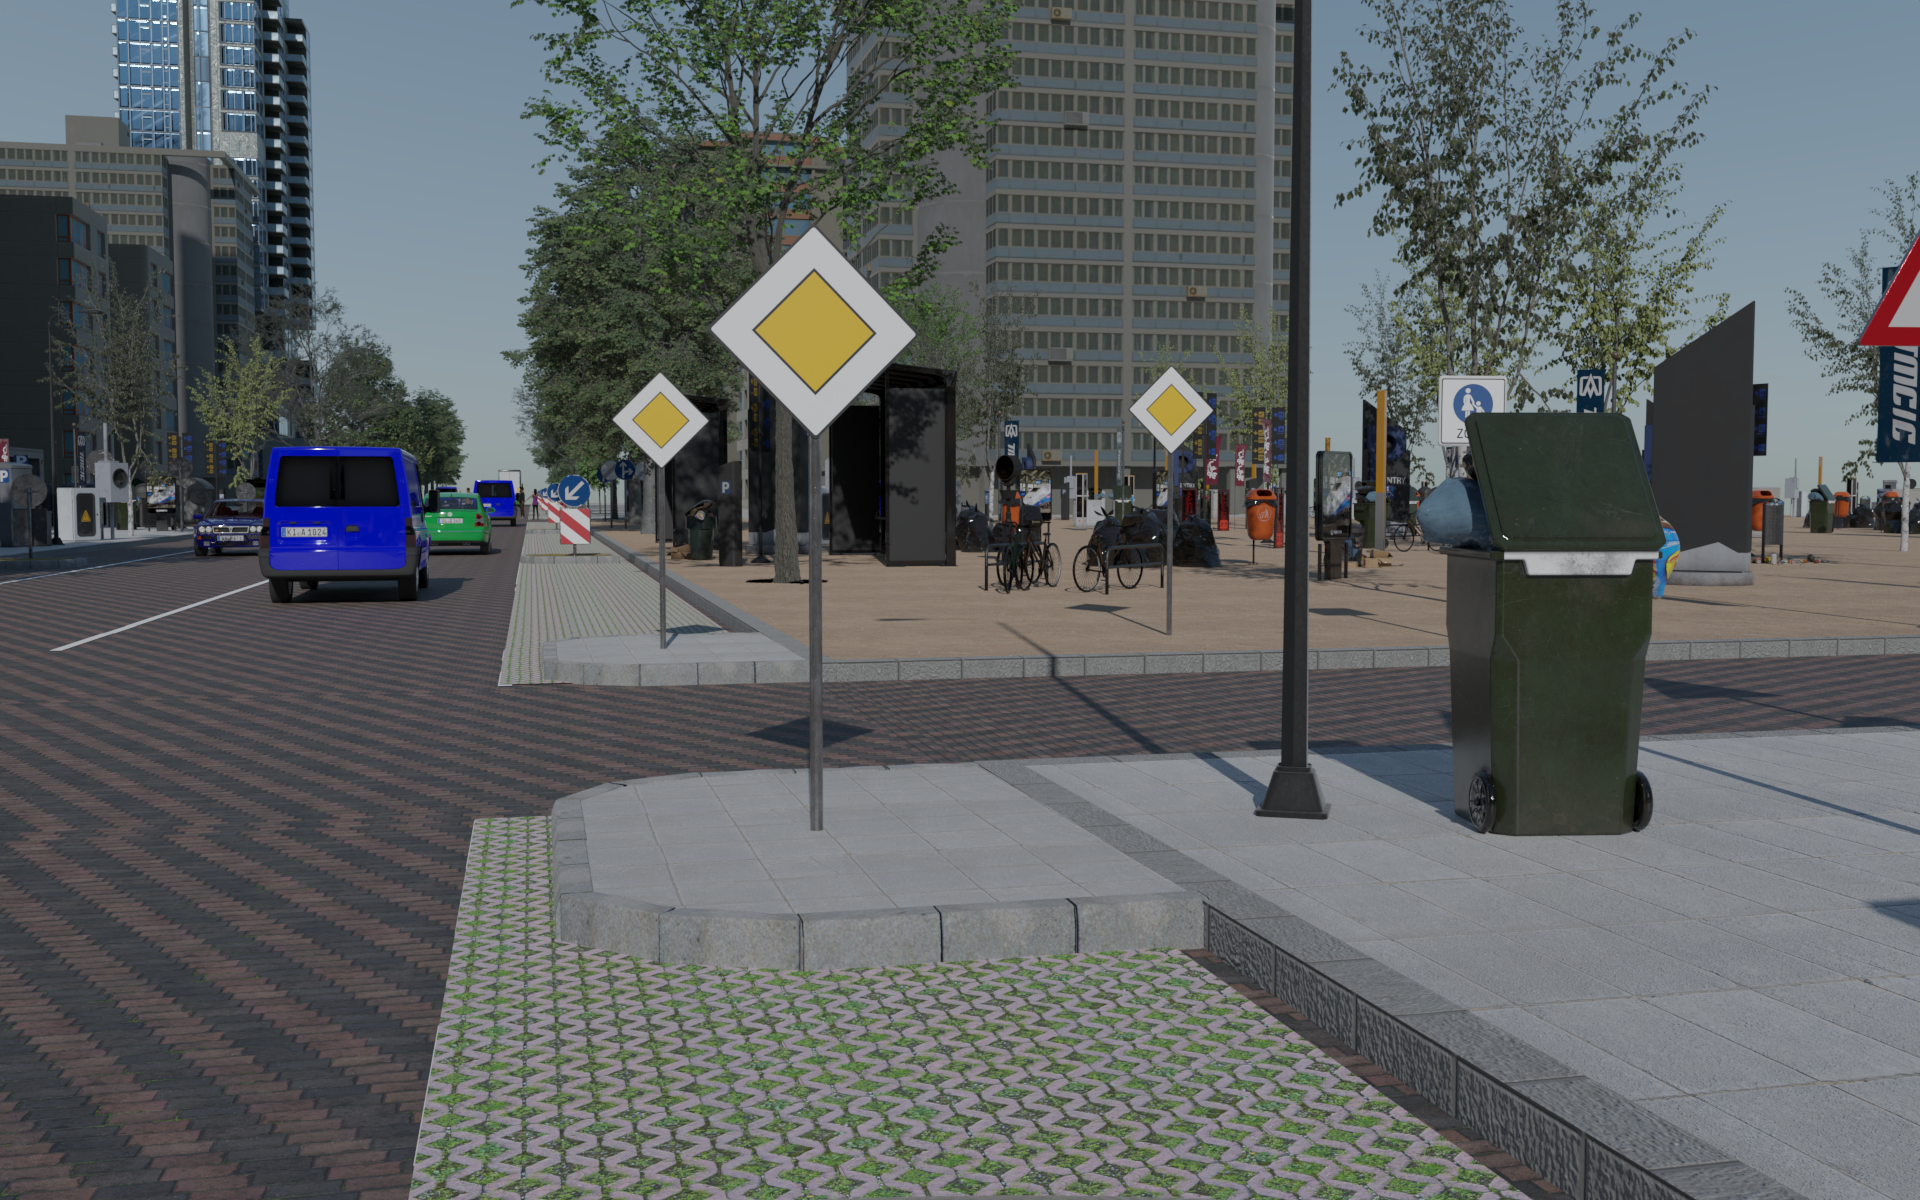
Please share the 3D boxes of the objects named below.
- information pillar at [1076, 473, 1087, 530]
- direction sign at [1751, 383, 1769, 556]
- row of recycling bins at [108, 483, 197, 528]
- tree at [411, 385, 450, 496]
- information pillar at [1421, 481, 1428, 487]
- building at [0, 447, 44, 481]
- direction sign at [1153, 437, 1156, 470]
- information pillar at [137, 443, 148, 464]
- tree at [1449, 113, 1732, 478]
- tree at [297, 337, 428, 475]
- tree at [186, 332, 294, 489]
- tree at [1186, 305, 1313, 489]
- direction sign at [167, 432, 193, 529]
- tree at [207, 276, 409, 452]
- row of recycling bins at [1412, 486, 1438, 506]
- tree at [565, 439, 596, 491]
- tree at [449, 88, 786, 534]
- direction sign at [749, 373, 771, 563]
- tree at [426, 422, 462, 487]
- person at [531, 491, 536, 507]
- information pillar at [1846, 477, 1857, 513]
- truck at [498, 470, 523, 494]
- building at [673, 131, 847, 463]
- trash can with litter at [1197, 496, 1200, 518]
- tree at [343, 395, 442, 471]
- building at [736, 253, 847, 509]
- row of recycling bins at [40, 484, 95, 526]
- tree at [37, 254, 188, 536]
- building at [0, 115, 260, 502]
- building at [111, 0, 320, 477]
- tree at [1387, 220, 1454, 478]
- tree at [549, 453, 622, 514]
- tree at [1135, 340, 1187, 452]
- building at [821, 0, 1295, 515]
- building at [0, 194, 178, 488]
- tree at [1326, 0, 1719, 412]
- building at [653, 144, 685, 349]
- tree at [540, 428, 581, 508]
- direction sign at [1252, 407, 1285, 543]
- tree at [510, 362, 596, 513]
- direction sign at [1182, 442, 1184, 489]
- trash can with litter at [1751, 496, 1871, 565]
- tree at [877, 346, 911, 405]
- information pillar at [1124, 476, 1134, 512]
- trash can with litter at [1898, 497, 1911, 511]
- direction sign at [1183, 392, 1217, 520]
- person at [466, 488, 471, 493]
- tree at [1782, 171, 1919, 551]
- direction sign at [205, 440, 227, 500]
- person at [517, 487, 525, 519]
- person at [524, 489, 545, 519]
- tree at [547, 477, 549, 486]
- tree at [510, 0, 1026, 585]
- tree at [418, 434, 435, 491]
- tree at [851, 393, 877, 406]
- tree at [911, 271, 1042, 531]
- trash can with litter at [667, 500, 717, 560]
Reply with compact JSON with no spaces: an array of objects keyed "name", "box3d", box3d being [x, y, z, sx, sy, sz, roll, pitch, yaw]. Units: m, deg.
[{"name":"information pillar","box3d":[4.300,-3.473,61.280,0.304,2.012,0.304,2,4,33]},{"name":"direction sign","box3d":[16.267,-2.679,35.794,0.379,3.537,0.876,-2,4,-28]},{"name":"row of recycling bins","box3d":[-31.163,-3.680,67.284,3.534,1.692,1.069,-2,4,-25]},{"name":"tree","box3d":[-63.153,-18.233,204.770,9.857,13.997,8.962,0,3,0]},{"name":"information pillar","box3d":[26.522,-5.774,98.892,0.304,2.012,0.304,-1,4,-16]},{"name":"building","box3d":[-59.461,-39.673,86.909,20.563,71.187,20.611,-1,4,-14]},{"name":"direction sign","box3d":[7.419,-4.530,66.061,0.379,3.537,0.876,0,4,2]},{"name":"information pillar","box3d":[-36.765,-5.295,77.923,0.183,3.616,0.504,2,4,29]},{"name":"tree","box3d":[13.027,-5.153,34.620,4.737,8.622,4.395,0,3,0]},{"name":"tree","box3d":[-43.188,-12.727,125.100,9.611,12.733,9.660,0,3,0]},{"name":"tree","box3d":[-32.308,-7.813,78.112,4.737,8.622,4.395,0,3,0]},{"name":"tree","box3d":[11.721,-7.109,66.589,4.737,8.622,4.395,0,3,0]},{"name":"direction sign","box3d":[-28.731,-4.396,63.864,0.876,3.537,0.379,-3,5,-42]},{"name":"tree","box3d":[-36.376,-11.432,97.281,12.009,13.543,11.850,0,3,0]},{"name":"row of recycling bins","box3d":[24.513,-5.241,92.796,3.534,1.692,1.069,-1,4,-20]},{"name":"tree","box3d":[-33.307,-12.391,152.954,4.360,8.622,3.978,0,3,0]},{"name":"tree","box3d":[-10.018,-9.087,55.234,9.857,13.997,8.962,0,3,0]},{"name":"direction sign","box3d":[-3.716,-2.458,32.191,0.379,3.537,0.876,1,4,18]},{"name":"tree","box3d":[-72.596,-19.614,238.817,7.486,12.596,7.792,0,3,0]},{"name":"person","box3d":[-45.694,-10.846,185.920,0.705,1.812,1.348,0,4,5]},{"name":"information pillar","box3d":[39.036,-4.366,75.873,0.304,2.012,0.304,-2,4,-24]},{"name":"truck","box3d":[-53.197,-13.212,204.925,2.839,4.237,11.283,-1,4,-14]},{"name":"building","box3d":[-23.545,-34.169,213.293,22.147,44.769,28.867,-1,4,-14]},{"name":"trash can with litter","box3d":[8.370,-3.251,64.209,2.233,1.210,1.678,-1,4,-9]},{"name":"tree","box3d":[-51.529,-13.664,157.814,7.601,10.594,8.767,1,4,13]},{"name":"building","box3d":[-2.652,-18.078,140.619,27.650,21.520,28.899,-1,4,-14]},{"name":"row of recycling bins","box3d":[-35.745,-3.778,68.885,3.534,1.692,1.069,0,4,7]},{"name":"tree","box3d":[-25.524,-6.265,52.795,4.360,8.622,3.978,0,3,0]},{"name":"building","box3d":[-88.482,-30.031,182.889,32.217,40.220,23.993,-1,4,-14]},{"name":"building","box3d":[-89.526,-54.851,209.485,22.319,86.520,31.000,-1,4,-14]},{"name":"tree","box3d":[12.522,-5.710,43.714,4.737,8.622,4.395,0,3,0]},{"name":"tree","box3d":[-22.871,-7.739,110.250,4.285,4.588,4.351,0,3,0]},{"name":"tree","box3d":[10.206,-8.082,82.499,4.737,8.622,4.395,0,3,0]},{"name":"building","box3d":[5.639,-25.873,114.901,32.217,40.220,23.993,-1,4,-14]},{"name":"building","box3d":[-68.395,-16.308,111.682,27.650,21.520,28.899,-1,4,-14]},{"name":"tree","box3d":[5.930,-4.241,19.704,4.360,8.622,3.978,0,3,0]},{"name":"building","box3d":[-30.784,-37.536,237.414,21.300,48.544,21.600,-1,4,-14]},{"name":"tree","box3d":[-31.458,-12.838,144.318,7.601,10.594,8.767,1,4,11]},{"name":"direction sign","box3d":[8.045,-3.254,45.208,0.876,3.537,0.379,-1,4,-9]},{"name":"tree","box3d":[-26.120,-12.768,119.122,12.009,13.543,11.850,0,3,0]},{"name":"direction sign","box3d":[7.368,-3.994,57.293,0.379,3.537,0.876,1,4,10]},{"name":"trash can with litter","box3d":[15.470,-1.294,32.210,2.233,1.210,1.678,-2,4,-28]},{"name":"tree","box3d":[-0.830,-7.301,69.741,4.360,8.622,3.978,0,3,0]},{"name":"information pillar","box3d":[6.699,-3.928,68.722,0.304,2.012,0.304,-3,4,-39]},{"name":"trash can with litter","box3d":[39.031,-3.680,71.555,1.055,1.170,0.624,-2,4,-31]},{"name":"direction sign","box3d":[5.459,-2.854,38.666,0.379,3.537,0.876,3,5,42]},{"name":"person","box3d":[-28.788,-5.674,101.367,0.705,1.812,1.348,2,4,28]},{"name":"tree","box3d":[21.083,-5.411,38.838,4.360,8.622,3.978,0,3,0]},{"name":"direction sign","box3d":[-31.373,-4.960,73.092,0.379,3.537,0.876,3,5,43]},{"name":"person","box3d":[-25.561,-5.676,100.938,0.705,1.869,1.348,-2,4,-28]},{"name":"person","box3d":[-24.020,-5.426,97.891,1.217,1.739,0.721,-2,4,-31]},{"name":"tree","box3d":[-45.671,-13.136,198.484,4.285,4.588,4.351,0,3,0]},{"name":"tree","box3d":[-2.652,-6.055,24.752,9.928,11.665,9.643,0,3,0]},{"name":"tree","box3d":[-54.966,-13.637,173.329,4.737,8.622,4.395,0,3,0]},{"name":"tree","box3d":[-4.341,-7.712,76.445,4.360,8.622,3.978,0,3,0]},{"name":"tree","box3d":[0.954,-6.556,57.556,4.360,8.622,3.978,0,3,0]},{"name":"trash can with litter","box3d":[-5.273,-1.371,33.795,1.055,1.170,0.624,2,4,30]}]
